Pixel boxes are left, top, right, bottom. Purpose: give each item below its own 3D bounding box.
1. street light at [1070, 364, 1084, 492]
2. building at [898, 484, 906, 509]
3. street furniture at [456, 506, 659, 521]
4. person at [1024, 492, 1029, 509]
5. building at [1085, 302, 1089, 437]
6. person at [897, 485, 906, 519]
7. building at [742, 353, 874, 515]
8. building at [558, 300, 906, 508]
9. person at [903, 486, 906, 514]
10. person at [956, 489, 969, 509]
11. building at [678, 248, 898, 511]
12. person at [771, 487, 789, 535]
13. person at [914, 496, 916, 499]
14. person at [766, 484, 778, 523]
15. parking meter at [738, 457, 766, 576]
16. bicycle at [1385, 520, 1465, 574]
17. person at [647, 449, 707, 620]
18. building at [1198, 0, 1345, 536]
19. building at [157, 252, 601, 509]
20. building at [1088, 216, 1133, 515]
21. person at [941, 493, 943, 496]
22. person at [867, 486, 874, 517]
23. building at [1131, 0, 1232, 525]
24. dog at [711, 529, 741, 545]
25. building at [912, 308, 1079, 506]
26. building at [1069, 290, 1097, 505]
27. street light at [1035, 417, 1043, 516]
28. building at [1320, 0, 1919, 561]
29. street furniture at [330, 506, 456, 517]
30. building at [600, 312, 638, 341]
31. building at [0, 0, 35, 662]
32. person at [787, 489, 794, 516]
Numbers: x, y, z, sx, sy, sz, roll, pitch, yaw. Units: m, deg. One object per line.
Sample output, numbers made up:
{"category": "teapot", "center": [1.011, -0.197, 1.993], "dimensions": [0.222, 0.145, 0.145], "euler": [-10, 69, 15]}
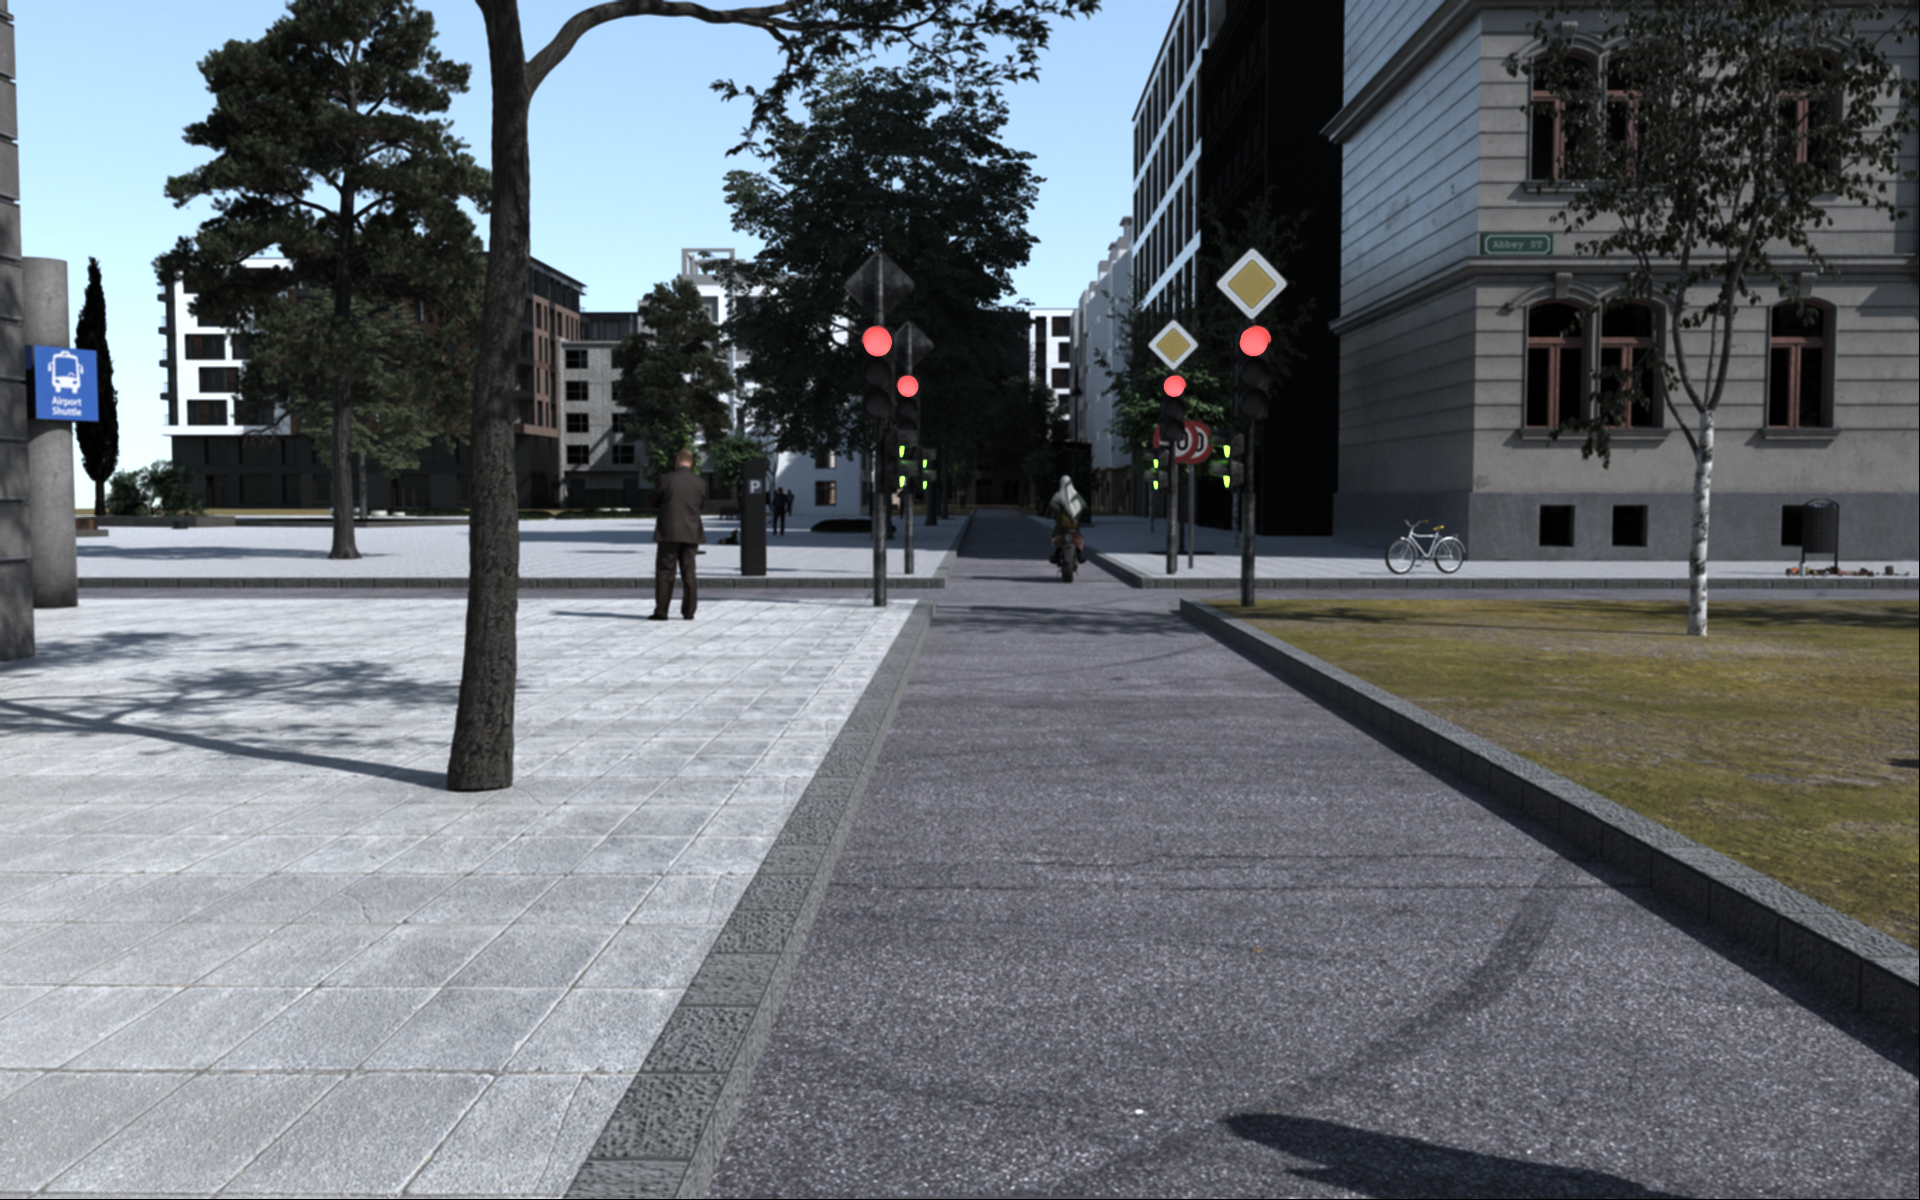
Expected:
{"category": "street light", "center": [4.157, -5.446, 61.837], "dimensions": [0.468, 5.910, 1.993], "euler": [0, 4, 1]}
{"category": "building", "center": [-12.470, -17.939, 149.720], "dimensions": [16.016, 20.091, 11.380], "euler": [0, 4, 1]}
{"category": "street furniture", "center": [-19.589, -4.457, 88.496], "dimensions": [10.072, 0.657, 5.734], "euler": [-3, 5, -42]}
{"category": "person", "center": [5.753, -8.592, 149.743], "dimensions": [0.599, 1.433, 0.991], "euler": [2, 4, 28]}
{"category": "building", "center": [17.974, -17.077, 135.633], "dimensions": [16.016, 20.091, 11.380], "euler": [0, 4, 1]}
{"category": "person", "center": [-2.959, -5.108, 90.086], "dimensions": [0.617, 1.759, 0.750], "euler": [1, 4, 12]}
{"category": "building", "center": [-10.232, -10.725, 117.498], "dimensions": [9.099, 9.664, 28.070], "euler": [0, 4, 1]}
{"category": "building", "center": [-20.770, -18.327, 166.107], "dimensions": [31.486, 18.905, 16.747], "euler": [0, 4, 1]}
{"category": "person", "center": [-3.695, -6.627, 114.412], "dimensions": [0.705, 1.822, 1.348], "euler": [0, 4, -1]}
{"category": "person", "center": [0.226, -8.751, 149.851], "dimensions": [1.217, 1.736, 0.721], "euler": [0, 4, 5]}
{"category": "building", "center": [-13.395, -17.199, 137.615], "dimensions": [16.016, 20.091, 11.380], "euler": [0, 4, 1]}
{"category": "person", "center": [-5.657, -2.752, 53.728], "dimensions": [0.574, 1.496, 0.600], "euler": [2, 4, 29]}
{"category": "person", "center": [-4.228, -8.216, 140.508], "dimensions": [1.348, 1.807, 0.705], "euler": [2, 4, 25]}
{"category": "person", "center": [-8.257, -4.213, 75.744], "dimensions": [0.431, 1.722, 0.655], "euler": [-3, 5, -43]}
{"category": "parking meter", "center": [-3.254, -1.309, 27.115], "dimensions": [0.399, 1.863, 0.255], "euler": [-1, 4, -23]}
{"category": "bicycle", "center": [7.503, -0.894, 27.834], "dimensions": [1.543, 0.972, 0.635], "euler": [-1, 4, -20]}
{"category": "person", "center": [-2.917, -0.674, 17.749], "dimensions": [0.600, 1.739, 0.565], "euler": [2, 4, 35]}
{"category": "building", "center": [15.481, -14.086, 59.986], "dimensions": [12.332, 23.373, 15.834], "euler": [0, 4, 1]}
{"category": "building", "center": [-52.911, -19.340, 160.187], "dimensions": [32.646, 21.610, 27.936], "euler": [0, 4, 1]}
{"category": "building", "center": [17.743, -16.338, 123.551], "dimensions": [16.016, 20.091, 11.380], "euler": [0, 4, 1]}
{"category": "person", "center": [-1.548, -6.997, 121.161], "dimensions": [1.217, 1.735, 0.721], "euler": [-1, 4, -9]}
{"category": "person", "center": [-4.885, -5.417, 95.532], "dimensions": [0.541, 1.710, 0.530], "euler": [-3, 4, -38]}
{"category": "building", "center": [19.568, -17.176, 85.343], "dimensions": [19.350, 26.468, 34.151], "euler": [0, 4, 1]}
{"category": "dog", "center": [-5.863, -1.588, 43.700], "dimensions": [0.748, 0.427, 0.550], "euler": [1, 4, 15]}
{"category": "building", "center": [5.654, -22.058, 204.621], "dimensions": [32.646, 21.610, 27.936], "euler": [0, 4, 1]}
{"category": "building", "center": [19.184, -17.850, 158.300], "dimensions": [16.747, 18.905, 31.486], "euler": [0, 4, 1]}
{"category": "street light", "center": [4.657, -7.929, 102.423], "dimensions": [0.468, 5.910, 1.993], "euler": [0, 4, 1]}
{"category": "building", "center": [20.902, -15.345, 38.283], "dimensions": [23.554, 28.519, 14.401], "euler": [0, 4, 1]}
{"category": "street furniture", "center": [-30.962, -5.103, 99.055], "dimensions": [10.072, 0.657, 5.734], "euler": [0, 4, -4]}
{"category": "building", "center": [-28.171, -22.077, 204.929], "dimensions": [32.646, 21.610, 27.936], "euler": [0, 4, 1]}
{"category": "building", "center": [-18.926, -10.123, 7.316], "dimensions": [24.055, 21.916, 13.314], "euler": [0, 4, 1]}
{"category": "person", "center": [-10.079, -5.778, 102.728], "dimensions": [0.429, 1.552, 0.499], "euler": [-3, 4, -36]}
